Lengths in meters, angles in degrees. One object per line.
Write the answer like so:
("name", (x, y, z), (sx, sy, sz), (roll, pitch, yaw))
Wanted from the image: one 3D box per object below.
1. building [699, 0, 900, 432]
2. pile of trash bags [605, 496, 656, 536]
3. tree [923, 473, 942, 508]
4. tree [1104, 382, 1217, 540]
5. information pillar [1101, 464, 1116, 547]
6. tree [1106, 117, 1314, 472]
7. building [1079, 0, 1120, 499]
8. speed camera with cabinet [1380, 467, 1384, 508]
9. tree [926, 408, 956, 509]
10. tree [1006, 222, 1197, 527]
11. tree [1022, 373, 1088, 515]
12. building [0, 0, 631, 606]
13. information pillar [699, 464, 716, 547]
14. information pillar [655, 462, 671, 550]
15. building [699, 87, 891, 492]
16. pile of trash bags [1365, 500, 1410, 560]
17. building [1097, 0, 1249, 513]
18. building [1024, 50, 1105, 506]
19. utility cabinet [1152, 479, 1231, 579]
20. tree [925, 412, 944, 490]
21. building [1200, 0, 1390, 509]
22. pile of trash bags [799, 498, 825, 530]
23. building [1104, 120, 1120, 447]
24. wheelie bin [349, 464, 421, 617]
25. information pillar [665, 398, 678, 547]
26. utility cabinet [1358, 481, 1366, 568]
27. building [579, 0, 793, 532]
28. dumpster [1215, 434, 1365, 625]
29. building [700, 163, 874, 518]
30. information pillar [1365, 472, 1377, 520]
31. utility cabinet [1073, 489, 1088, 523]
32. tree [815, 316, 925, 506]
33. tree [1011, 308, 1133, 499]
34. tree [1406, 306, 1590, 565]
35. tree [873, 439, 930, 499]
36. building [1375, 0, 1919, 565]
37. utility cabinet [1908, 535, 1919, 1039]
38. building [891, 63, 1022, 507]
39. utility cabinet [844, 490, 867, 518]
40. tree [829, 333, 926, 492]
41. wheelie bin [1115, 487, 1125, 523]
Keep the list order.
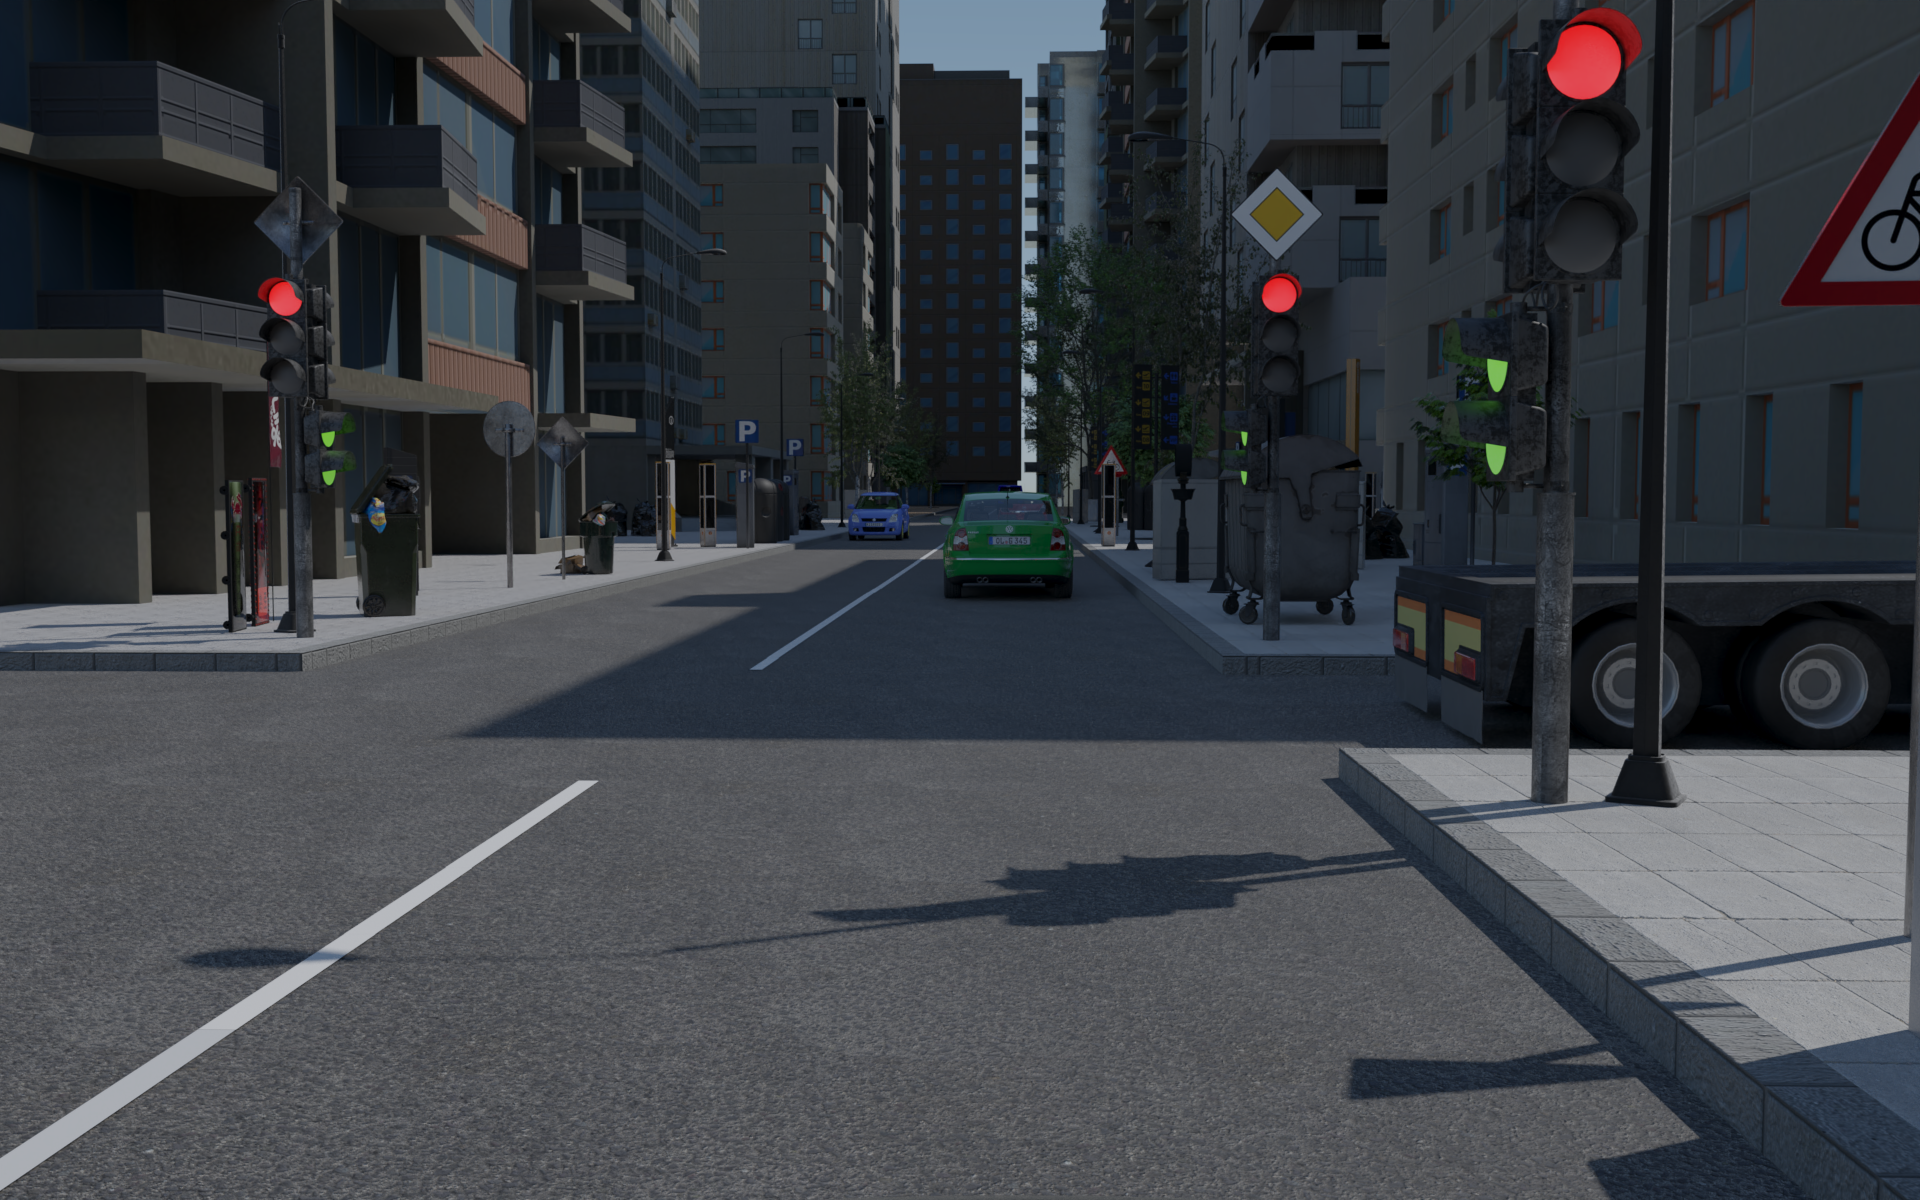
("building", (-19.030, -34.229, 148.884), (27.495, 52.752, 28.713), (0, 4, 2))
("pile of trash bags", (-10.787, -2.639, 52.903), (3.447, 1.369, 1.912), (-1, 4, -8))
("tree", (-2.352, -10.224, 161.765), (1.663, 3.219, 1.824), (0, 3, 0))
("tree", (5.573, -3.981, 48.798), (4.285, 4.588, 4.351), (0, 3, 0))
("information pillar", (3.617, -2.309, 42.245), (0.304, 2.012, 0.304), (0, 4, -5))
("tree", (4.767, -5.180, 35.052), (4.360, 8.622, 3.978), (0, 3, 0))
("building", (21.171, -43.607, 151.227), (20.563, 71.187, 20.611), (0, 4, 2))
("speed camera with cabinet", (13.812, -3.746, 55.586), (0.660, 3.252, 2.038), (1, 4, 13))
("tree", (-2.466, -12.144, 148.922), (4.360, 8.622, 3.978), (0, 3, 0))
("tree", (5.516, -8.675, 67.584), (9.928, 11.665, 9.643), (0, 3, 0))
("tree", (6.025, -9.437, 104.654), (4.737, 8.622, 4.395), (0, 3, 0))
("building", (-18.757, -23.062, 31.688), (22.147, 44.769, 28.867), (0, 4, 2))
("information pillar", (-6.100, -2.287, 41.883), (0.304, 2.012, 0.304), (-2, 4, -31))
("information pillar", (-6.773, -2.145, 39.555), (0.304, 2.012, 0.304), (0, 4, -2))
("building", (-12.567, -21.707, 126.610), (14.160, 30.474, 14.107), (0, 4, 2))
("pile of trash bags", (7.569, -1.571, 35.443), (1.912, 1.369, 3.447), (-2, 4, -28))
("building", (20.373, -27.989, 112.245), (22.147, 44.769, 28.867), (0, 4, 2))
("building", (22.208, -34.721, 187.290), (30.456, 49.044, 23.786), (0, 4, 2))
("utility cabinet", (3.475, -1.055, 25.924), (1.173, 1.500, 0.318), (-1, 4, -19))
("tree", (-3.339, -9.843, 111.294), (4.737, 8.622, 4.395), (0, 3, 0))
("building", (24.775, -29.469, 71.049), (28.713, 52.752, 27.495), (0, 4, 2))
("pile of trash bags", (-5.955, -3.214, 62.299), (1.912, 1.369, 3.447), (-1, 4, -12))
("building", (18.112, -22.208, 134.797), (14.160, 30.474, 14.107), (0, 4, 2))
("wheelie bin", (-6.070, -0.639, 18.350), (0.693, 1.594, 0.980), (-2, 4, -25))
("information pillar", (-7.053, -3.094, 41.940), (0.183, 3.616, 0.504), (1, 4, 20))
("utility cabinet", (6.338, -1.286, 29.708), (1.173, 1.500, 0.318), (1, 4, 21))
("building", (-23.278, -22.904, 66.366), (32.217, 40.220, 23.993), (0, 4, 2))
("dumpster", (3.367, -0.727, 17.646), (1.264, 1.857, 1.865), (0, 4, 2))
("building", (-20.299, -15.941, 105.671), (27.650, 21.520, 28.899), (0, 4, 2))
("information pillar", (13.997, -3.335, 59.019), (0.304, 2.012, 0.304), (3, 4, 36))
("utility cabinet", (5.251, -4.094, 75.623), (0.318, 1.500, 1.173), (2, 4, 24))
("tree", (-4.319, -7.471, 72.513), (4.737, 8.622, 4.395), (0, 3, 0))
("tree", (6.015, -9.047, 82.324), (7.601, 10.594, 8.767), (1, 4, 15))
("tree", (5.441, -1.433, 18.038), (1.663, 3.219, 1.824), (0, 3, 0))
("tree", (-3.479, -7.081, 99.493), (4.285, 4.588, 4.351), (0, 3, 0))
("building", (24.465, -11.245, 28.896), (28.899, 21.520, 27.650), (0, 4, 2))
("utility cabinet", (2.351, 0.463, 3.599), (0.306, 1.237, 1.020), (0, 4, 7))
("building", (-0.546, -32.635, 183.699), (14.200, 45.320, 14.600), (0, 4, 2))
("utility cabinet", (-5.445, -5.018, 90.715), (1.173, 1.500, 0.318), (0, 4, 8))
("tree", (-4.048, -7.867, 78.984), (4.360, 8.622, 3.978), (0, 3, 0))
("wheelie bin", (6.805, -4.202, 76.615), (0.980, 1.594, 0.693), (-3, 4, -38))
